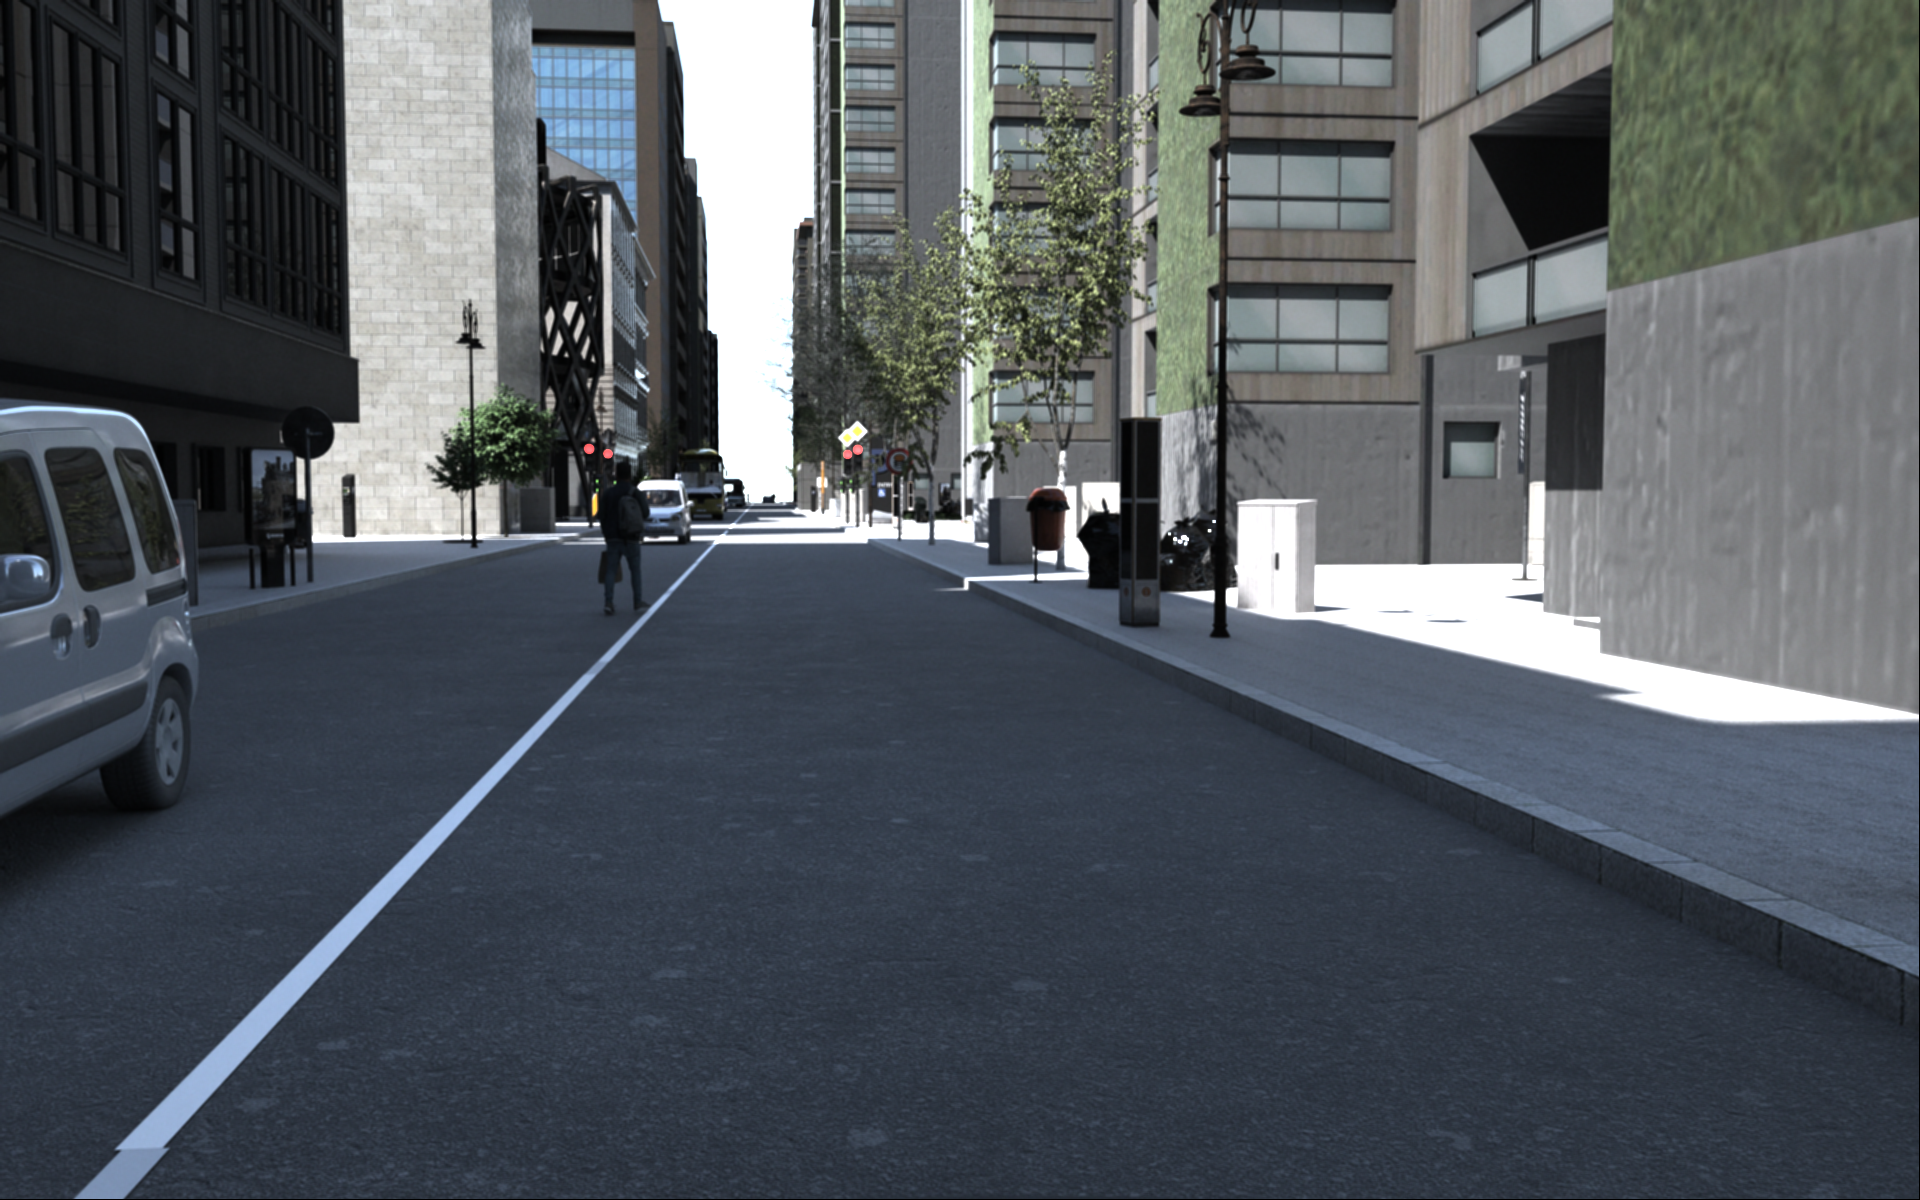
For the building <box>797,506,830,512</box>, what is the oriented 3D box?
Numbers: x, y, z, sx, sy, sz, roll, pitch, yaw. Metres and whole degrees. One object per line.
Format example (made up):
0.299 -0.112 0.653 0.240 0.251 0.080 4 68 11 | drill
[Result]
-2.774 -42.842 138.712 20.563 71.187 20.611 0 4 -6 | building

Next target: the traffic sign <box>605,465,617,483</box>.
-15.380 -4.701 76.959 0.768 2.556 0.104 0 4 -1 | traffic sign

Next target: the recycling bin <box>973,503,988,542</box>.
0.725 -2.072 46.435 0.722 1.027 0.722 0 4 -2 | recycling bin

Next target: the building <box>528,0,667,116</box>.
-33.178 -30.790 153.529 14.600 45.320 14.200 0 4 -6 | building

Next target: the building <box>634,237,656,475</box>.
-28.228 -17.604 123.975 11.583 22.565 21.152 0 4 -6 | building

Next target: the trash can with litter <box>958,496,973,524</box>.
0.877 -3.952 75.676 2.233 1.210 1.678 -1 4 -12 | trash can with litter

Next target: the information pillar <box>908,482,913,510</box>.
-3.048 -6.268 106.980 0.304 2.012 0.304 0 4 -5 | information pillar

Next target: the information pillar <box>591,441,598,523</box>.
-16.103 -5.191 76.221 0.183 3.616 0.504 -3 4 -38 | information pillar

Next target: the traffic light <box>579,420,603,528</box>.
-13.954 -4.681 65.452 0.839 4.253 0.868 0 4 -6 | traffic light

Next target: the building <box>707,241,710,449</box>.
-48.273 -38.735 283.425 14.600 45.320 14.200 0 4 -6 | building

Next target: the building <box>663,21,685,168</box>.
-38.272 -33.464 170.834 21.300 48.544 21.600 0 4 -6 | building

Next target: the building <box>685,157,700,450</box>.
-38.004 -31.812 203.717 14.154 41.232 14.086 0 4 -6 | building

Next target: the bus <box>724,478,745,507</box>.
-25.401 -12.057 191.986 2.948 3.499 13.247 -1 4 -8 | bus

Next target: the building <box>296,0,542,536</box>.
-23.191 -12.387 57.272 16.860 20.320 10.420 0 4 -6 | building

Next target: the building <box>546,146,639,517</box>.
-24.862 -15.613 104.428 9.793 20.994 18.267 0 4 -6 | building

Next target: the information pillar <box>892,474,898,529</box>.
-2.284 -3.574 62.922 0.304 2.012 0.304 0 4 8 | information pillar

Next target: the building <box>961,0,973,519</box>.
15.046 -33.223 85.196 28.212 58.520 21.231 0 4 -6 | building

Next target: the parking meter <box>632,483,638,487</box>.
-16.893 -5.159 90.066 0.255 1.863 0.399 -1 4 -22 | parking meter

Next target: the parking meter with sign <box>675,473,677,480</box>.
-23.463 -9.052 144.258 0.543 3.016 1.738 -1 4 -11 | parking meter with sign

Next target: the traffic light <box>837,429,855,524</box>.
-4.865 -5.237 74.538 0.839 4.253 0.868 0 4 -6 | traffic light

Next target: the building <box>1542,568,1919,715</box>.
11.905 -20.276 15.111 14.154 41.232 14.086 0 4 -6 | building

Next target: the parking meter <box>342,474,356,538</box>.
-17.934 -2.760 50.829 0.255 1.863 0.399 0 4 2 | parking meter

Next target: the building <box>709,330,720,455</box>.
-48.749 -32.220 298.504 14.160 30.474 14.107 0 4 -6 | building

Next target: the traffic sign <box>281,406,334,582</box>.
-9.486 -1.535 25.208 0.768 2.556 0.104 0 3 0 | traffic sign

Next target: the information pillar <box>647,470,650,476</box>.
-26.093 -9.383 144.774 0.504 3.616 0.183 3 5 42 | information pillar

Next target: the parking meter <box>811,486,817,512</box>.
-10.193 -7.038 120.774 0.399 1.863 0.255 0 4 -3 | parking meter

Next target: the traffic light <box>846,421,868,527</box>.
-3.959 -4.751 66.605 0.839 4.253 0.868 0 4 -6 | traffic light

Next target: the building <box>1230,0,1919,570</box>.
10.831 -21.626 37.175 14.154 41.232 14.086 0 4 -6 | building

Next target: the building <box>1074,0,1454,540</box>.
7.204 -22.958 58.950 14.154 41.232 14.086 0 4 -6 | building

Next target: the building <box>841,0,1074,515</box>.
-0.887 -26.348 114.377 14.154 41.232 14.086 0 4 -6 | building

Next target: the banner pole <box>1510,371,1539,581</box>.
8.405 -2.189 25.813 0.401 3.779 0.863 0 4 7 | banner pole

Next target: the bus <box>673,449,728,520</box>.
-14.680 -6.540 98.471 2.896 3.916 12.252 0 4 -8 | bus

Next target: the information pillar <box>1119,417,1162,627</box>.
1.747 -0.753 16.808 0.304 2.012 0.304 -1 4 -21 | information pillar

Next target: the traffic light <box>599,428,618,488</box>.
-14.860 -5.166 73.386 0.839 4.253 0.868 0 4 -6 | traffic light

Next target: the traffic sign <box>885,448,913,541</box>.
-1.664 -2.903 47.564 0.768 2.556 0.104 0 4 -5 | traffic sign

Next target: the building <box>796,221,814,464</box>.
-14.486 -37.791 272.500 22.147 44.769 28.867 0 4 -6 | building

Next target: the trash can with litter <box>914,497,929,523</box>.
-1.625 -4.001 76.806 0.624 1.170 1.055 -1 4 -23 | trash can with litter

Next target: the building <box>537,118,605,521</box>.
-25.403 -13.073 81.195 16.820 18.784 16.811 0 4 -6 | building

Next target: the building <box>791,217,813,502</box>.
-17.992 -41.225 297.724 21.300 48.544 21.600 0 4 -6 | building

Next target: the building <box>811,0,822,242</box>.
0.341 -35.472 169.213 28.713 52.752 27.495 0 4 -6 | building

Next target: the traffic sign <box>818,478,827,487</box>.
-8.583 -6.468 107.888 0.606 2.300 0.079 0 4 -3 | traffic sign

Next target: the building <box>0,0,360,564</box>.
-18.568 -14.122 24.405 14.314 27.812 24.014 0 4 -6 | building

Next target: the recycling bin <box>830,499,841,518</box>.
-6.536 -4.919 92.980 0.722 1.027 0.722 -2 4 -27 | recycling bin

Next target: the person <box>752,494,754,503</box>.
-34.269 -16.799 286.429 0.557 1.426 1.065 -2 4 -28 | person

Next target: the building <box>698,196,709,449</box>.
-49.667 -39.218 264.909 21.300 48.544 21.600 0 4 -6 | building

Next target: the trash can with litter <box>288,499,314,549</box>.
-15.672 -1.818 41.117 0.624 1.170 1.055 -1 4 -20 | trash can with litter
